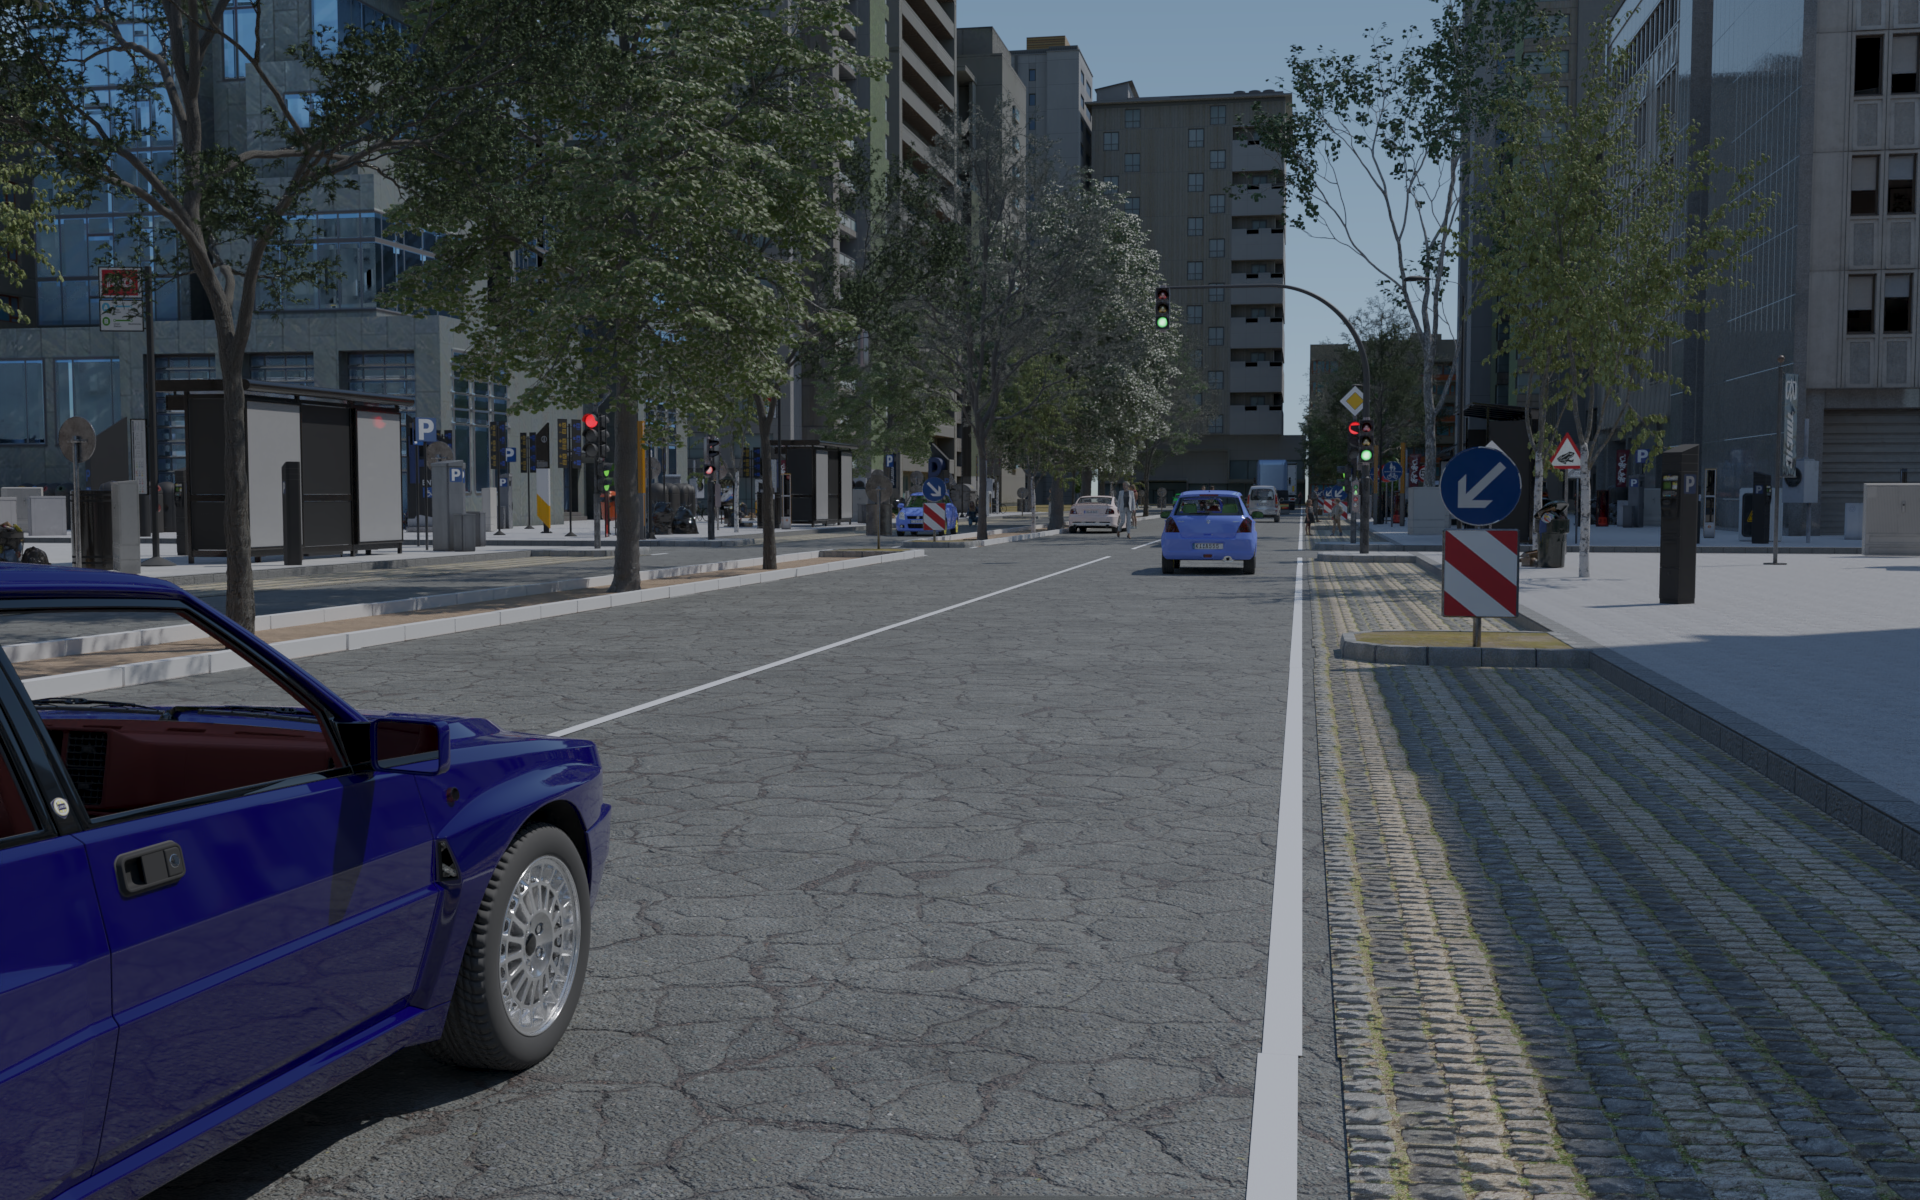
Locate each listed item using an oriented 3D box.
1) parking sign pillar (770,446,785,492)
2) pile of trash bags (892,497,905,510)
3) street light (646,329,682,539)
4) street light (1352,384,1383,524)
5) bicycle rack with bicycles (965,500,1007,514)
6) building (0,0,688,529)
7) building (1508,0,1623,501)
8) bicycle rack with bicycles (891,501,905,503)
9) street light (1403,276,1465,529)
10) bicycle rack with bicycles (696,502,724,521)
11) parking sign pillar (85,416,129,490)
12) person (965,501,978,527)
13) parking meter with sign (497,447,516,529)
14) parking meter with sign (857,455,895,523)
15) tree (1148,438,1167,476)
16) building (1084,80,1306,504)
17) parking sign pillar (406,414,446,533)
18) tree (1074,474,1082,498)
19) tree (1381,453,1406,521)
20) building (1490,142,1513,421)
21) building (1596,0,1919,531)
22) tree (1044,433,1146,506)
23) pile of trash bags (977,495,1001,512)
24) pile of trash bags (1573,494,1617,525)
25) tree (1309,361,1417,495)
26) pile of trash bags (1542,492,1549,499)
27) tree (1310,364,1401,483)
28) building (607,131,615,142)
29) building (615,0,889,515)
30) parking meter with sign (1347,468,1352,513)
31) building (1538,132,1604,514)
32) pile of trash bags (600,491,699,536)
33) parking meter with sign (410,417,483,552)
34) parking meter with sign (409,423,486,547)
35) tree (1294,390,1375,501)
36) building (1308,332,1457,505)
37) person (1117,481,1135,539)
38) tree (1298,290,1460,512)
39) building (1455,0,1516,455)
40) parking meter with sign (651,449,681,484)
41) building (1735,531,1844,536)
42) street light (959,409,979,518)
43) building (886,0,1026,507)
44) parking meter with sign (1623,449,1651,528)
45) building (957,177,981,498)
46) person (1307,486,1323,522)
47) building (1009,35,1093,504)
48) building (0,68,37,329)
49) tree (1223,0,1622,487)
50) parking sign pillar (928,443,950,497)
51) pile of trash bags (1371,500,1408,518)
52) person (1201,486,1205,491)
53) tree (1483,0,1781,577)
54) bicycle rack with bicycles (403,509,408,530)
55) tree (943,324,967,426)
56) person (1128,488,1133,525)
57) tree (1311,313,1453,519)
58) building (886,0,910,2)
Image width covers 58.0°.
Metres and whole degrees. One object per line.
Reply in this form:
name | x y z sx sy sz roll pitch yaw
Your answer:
parking sign pillar | -10.104 -6.689 97.838 1.447 3.967 1.447 -3 5 -45
pile of trash bags | -3.112 -6.903 122.616 3.447 1.369 1.912 -1 4 -14
street light | -8.282 -4.676 48.998 1.470 5.913 1.316 1 4 11
street light | 17.255 -6.163 73.309 1.470 5.913 1.316 1 4 11
bicycle rack with bicycles | 1.651 -6.109 113.258 2.925 0.926 2.852 -1 4 -16
building | -26.669 -46.773 77.417 22.319 86.520 31.000 1 4 11
building | 48.370 -27.274 129.521 14.154 41.232 14.086 1 4 11
bicycle rack with bicycles | -3.391 -4.461 86.320 2.852 0.926 2.925 0 4 -4
street light | 10.123 -3.937 36.906 1.470 5.913 1.316 1 4 11
bicycle rack with bicycles | -12.292 -4.224 82.451 2.852 0.926 2.925 -2 4 -26
parking sign pillar | -29.450 -4.363 59.809 1.447 3.967 1.447 3 5 40
person | 0.670 -3.766 75.575 1.012 1.151 0.738 0 4 -7
parking meter with sign | -16.828 -4.139 63.941 0.543 3.016 1.738 0 4 -2
parking meter with sign | -3.718 -4.897 76.332 1.738 3.016 0.543 -3 5 -40
tree | 19.367 -15.995 195.933 8.767 10.594 7.601 -1 4 -17
building | 31.707 -39.051 227.722 27.495 52.752 28.713 1 4 11
parking sign pillar | -17.913 -4.267 58.235 1.447 3.967 1.447 -1 4 -21
tree | 10.520 -9.718 153.483 1.663 3.219 1.824 0 3 0
tree | 20.370 -5.326 81.689 1.663 3.219 1.824 0 3 0
building | 51.163 -22.749 143.643 14.160 30.474 14.107 1 4 11
building | 35.945 -15.751 75.555 12.078 24.808 19.932 1 4 11
tree | 9.485 -12.606 140.519 7.601 10.594 8.767 -1 4 -19
pile of trash bags | 1.294 -6.822 121.295 3.447 1.369 1.912 1 4 12
pile of trash bags | 27.207 -3.887 73.306 1.912 1.369 3.447 -1 4 -20
tree | 29.146 -12.201 125.248 9.928 11.665 9.643 0 3 0
pile of trash bags | 24.856 -4.148 77.579 3.447 1.369 1.912 -1 4 -19
tree | 31.706 -13.482 138.562 7.486 12.596 7.792 0 3 0
building | -26.277 -45.534 182.729 20.611 71.187 20.563 1 4 11
building | -12.960 -26.136 110.921 14.154 41.232 14.086 1 4 11
parking meter with sign | 26.448 -7.343 116.321 0.543 3.016 1.738 -1 4 -15
building | 42.672 -17.181 99.972 14.314 24.678 30.058 1 4 11
pile of trash bags | -9.994 -2.750 54.723 1.912 1.369 3.447 3 4 36
parking meter with sign | -11.555 -2.613 38.988 1.738 3.016 0.543 3 5 40
parking meter with sign | -12.462 -2.813 42.252 1.738 3.016 0.543 1 4 9
tree | 42.386 -17.578 194.062 9.857 13.997 8.962 0 3 0
building | 59.460 -23.045 221.821 28.899 21.520 27.650 1 4 11
person | 5.284 -2.875 55.386 0.514 1.842 0.818 -1 4 -19
tree | 25.137 -11.888 104.737 12.009 13.543 11.850 0 3 0
building | 57.995 -38.004 163.360 21.231 58.520 28.212 1 4 11
parking meter with sign | -11.201 -4.350 67.381 1.738 3.016 0.543 0 4 -5
building | 36.150 -14.553 55.964 19.932 24.808 12.078 1 4 11
street light | 0.646 -7.435 94.096 1.470 5.913 1.316 1 4 11
building | -5.254 -33.992 179.475 21.600 48.544 21.300 1 4 11
parking meter with sign | 25.903 -4.290 66.401 0.543 3.016 1.738 3 4 38
building | -6.269 -23.421 154.628 14.160 30.474 14.107 1 4 11
person | 17.878 -4.829 87.411 0.822 1.834 0.622 1 4 15
building | 3.005 -41.991 228.558 28.212 58.520 21.231 1 4 11
building | -55.314 -14.450 81.294 28.899 21.520 27.650 1 4 11
tree | 15.165 -12.336 57.587 12.611 20.169 13.585 0 3 0
parking sign pillar | -1.124 -6.317 91.749 1.447 3.967 1.447 -3 5 -41
pile of trash bags | 23.924 -5.248 95.563 1.912 1.369 3.447 2 4 30
person | 12.483 -4.907 88.502 0.659 1.850 0.755 0 4 -8
tree | 9.691 -4.639 26.212 4.737 8.622 4.395 0 3 0
bicycle rack with bicycles | -20.925 -2.922 61.149 2.925 0.926 2.852 1 4 20
tree | -3.098 -10.035 82.196 7.486 12.596 7.792 0 3 0
person | 7.403 -4.101 76.230 0.598 1.740 0.731 -2 4 -33
tree | 21.774 -9.459 89.064 7.601 10.594 8.767 0 4 -1
building | -12.771 -31.406 137.193 21.300 48.544 21.600 1 4 11
